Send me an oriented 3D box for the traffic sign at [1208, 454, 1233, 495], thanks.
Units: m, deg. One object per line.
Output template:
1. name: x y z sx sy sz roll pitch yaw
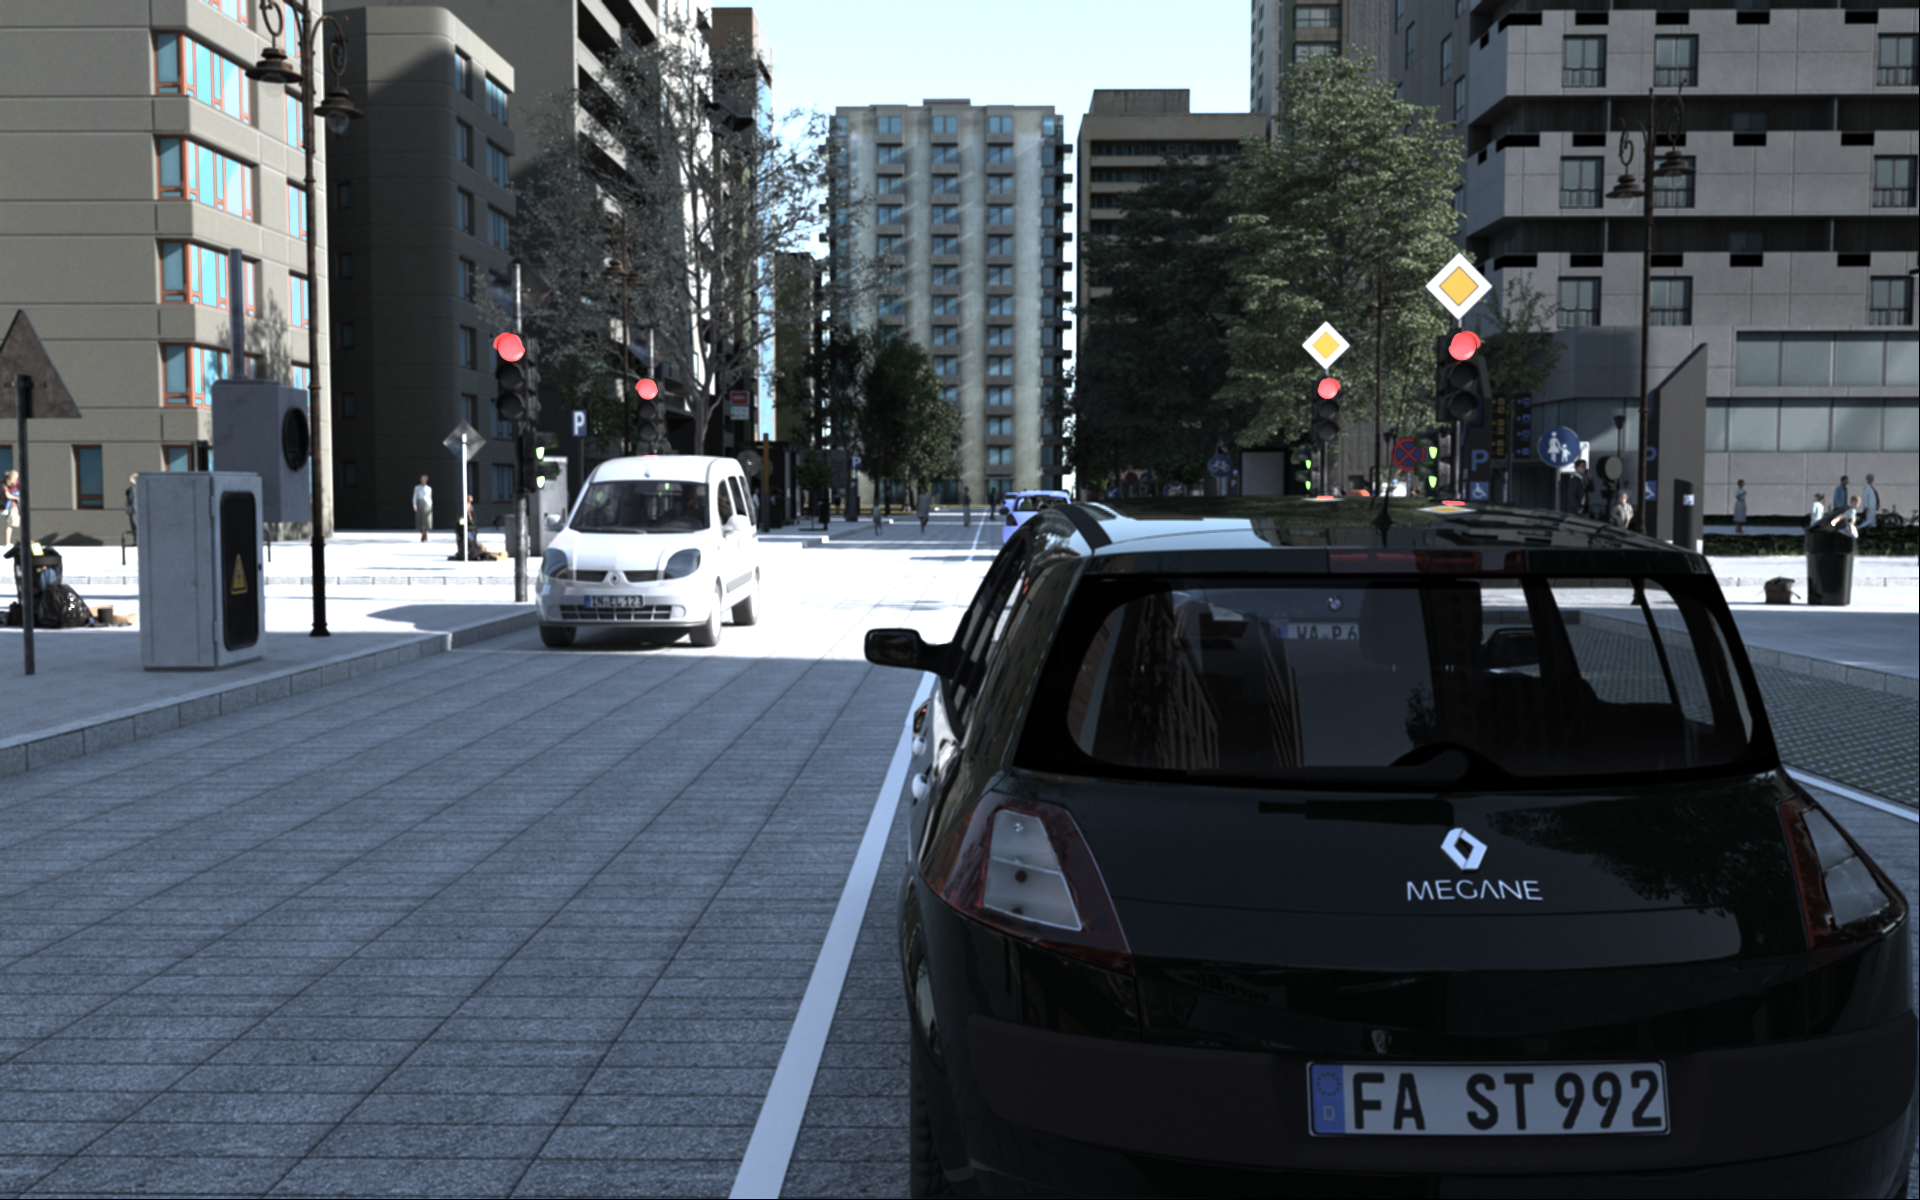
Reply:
1. traffic sign: 8.240 -3.351 54.888 0.768 2.556 0.104 0 4 3

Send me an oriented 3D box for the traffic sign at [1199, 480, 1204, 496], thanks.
1. traffic sign: 11.698 -5.151 84.323 0.768 2.556 0.104 0 4 3

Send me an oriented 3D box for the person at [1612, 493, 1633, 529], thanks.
1. person: 15.066 -1.775 39.344 0.475 1.303 0.640 -1 4 -17

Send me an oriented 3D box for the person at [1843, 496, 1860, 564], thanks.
1. person: 16.277 -1.279 31.642 0.332 1.250 0.352 -2 4 -33

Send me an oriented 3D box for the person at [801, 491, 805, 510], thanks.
1. person: -9.727 -6.089 106.519 0.530 1.710 0.541 3 5 45

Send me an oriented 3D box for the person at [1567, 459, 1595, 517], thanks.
1. person: 11.124 -1.566 31.009 0.474 1.900 0.648 1 4 20

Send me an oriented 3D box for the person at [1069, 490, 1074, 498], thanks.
1. person: 11.382 -10.404 176.886 0.721 1.736 1.217 1 4 18

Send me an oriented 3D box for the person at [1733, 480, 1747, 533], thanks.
1. person: 25.577 -3.058 56.614 0.480 1.755 0.524 -2 4 -32

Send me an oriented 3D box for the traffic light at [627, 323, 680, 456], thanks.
1. traffic light: -5.044 -2.416 28.427 0.839 4.253 0.868 0 4 1

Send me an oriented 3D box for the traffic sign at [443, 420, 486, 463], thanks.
1. traffic sign: -8.769 -1.891 30.649 0.795 2.593 0.064 1 4 8

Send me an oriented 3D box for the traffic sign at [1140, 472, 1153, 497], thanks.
1. traffic sign: 10.884 -6.170 100.980 0.768 2.556 0.104 0 4 5

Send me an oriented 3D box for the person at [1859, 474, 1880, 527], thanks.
1. person: 25.347 -2.598 48.393 0.818 1.842 0.514 1 4 20

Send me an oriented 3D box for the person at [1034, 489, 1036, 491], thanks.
1. person: 6.363 -8.411 146.045 1.348 1.821 0.705 -1 4 -20

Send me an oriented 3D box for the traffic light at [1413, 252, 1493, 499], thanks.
1. traffic light: 5.770 -1.917 20.260 0.839 4.253 0.868 0 4 1

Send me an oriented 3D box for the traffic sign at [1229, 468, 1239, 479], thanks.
1. traffic sign: 13.479 -5.160 84.466 0.768 2.556 0.104 0 4 6

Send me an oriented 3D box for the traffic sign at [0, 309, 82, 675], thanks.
1. traffic sign: -6.611 -0.748 12.234 0.884 2.594 0.081 1 4 9

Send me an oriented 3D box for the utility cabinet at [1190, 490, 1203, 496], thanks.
1. utility cabinet: 14.059 -5.787 103.290 0.318 1.500 1.173 3 5 39

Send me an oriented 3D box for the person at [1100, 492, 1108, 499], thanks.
1. person: 13.709 -9.542 162.065 1.348 1.822 0.705 -1 4 -15

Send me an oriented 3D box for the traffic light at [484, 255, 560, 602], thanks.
1. traffic light: -5.190 -1.928 20.443 0.839 4.253 0.868 0 4 1

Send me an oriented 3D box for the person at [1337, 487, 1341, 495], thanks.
1. person: 24.514 -6.540 113.053 0.705 1.814 1.350 -2 4 -26

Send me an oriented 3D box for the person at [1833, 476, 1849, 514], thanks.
1. person: 24.366 -2.543 47.957 0.601 1.785 0.444 -2 4 -30

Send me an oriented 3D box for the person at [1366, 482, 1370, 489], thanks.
1. person: 16.761 -3.995 71.635 0.850 1.792 0.678 0 4 -7

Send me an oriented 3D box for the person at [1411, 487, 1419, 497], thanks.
1. person: 30.726 -6.767 117.408 1.217 1.735 0.721 -1 4 -21

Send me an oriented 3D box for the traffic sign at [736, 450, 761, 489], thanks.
1. traffic sign: -6.120 -3.052 50.012 0.768 2.556 0.104 1 4 9

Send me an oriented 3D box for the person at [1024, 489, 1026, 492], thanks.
1. person: 4.981 -7.624 133.148 1.348 1.824 0.705 2 4 30

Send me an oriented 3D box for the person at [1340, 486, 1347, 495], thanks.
1. person: 26.597 -6.985 120.267 0.705 1.821 1.348 -2 4 -34

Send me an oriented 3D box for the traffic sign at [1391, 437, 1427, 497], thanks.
1. traffic sign: 9.945 -2.346 38.455 0.768 2.556 0.104 0 4 8

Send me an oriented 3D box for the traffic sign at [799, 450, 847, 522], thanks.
1. traffic sign: -6.295 -5.216 79.159 2.265 3.308 0.079 0 4 4

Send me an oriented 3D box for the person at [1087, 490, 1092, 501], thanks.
1. person: 13.610 -10.645 180.616 0.617 1.759 0.750 0 4 7

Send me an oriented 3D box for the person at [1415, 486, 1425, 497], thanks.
1. person: 31.456 -6.893 118.884 1.348 1.807 0.705 1 4 12

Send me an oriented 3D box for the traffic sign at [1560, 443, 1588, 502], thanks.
1. traffic sign: 12.090 -1.966 34.269 0.606 2.300 0.079 0 4 5

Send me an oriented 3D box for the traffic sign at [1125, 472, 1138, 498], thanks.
1. traffic sign: 9.900 -6.118 100.131 0.768 2.556 0.104 0 4 7

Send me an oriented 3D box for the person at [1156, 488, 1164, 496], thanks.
1. person: 15.082 -7.607 131.139 1.217 1.735 0.721 3 5 43

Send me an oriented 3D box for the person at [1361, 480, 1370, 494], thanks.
1. person: 14.797 -3.482 63.255 0.850 1.792 0.678 -1 4 -23

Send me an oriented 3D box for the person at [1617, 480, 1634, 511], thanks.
1. person: 22.041 -3.087 57.264 0.466 1.731 0.760 -1 4 -19

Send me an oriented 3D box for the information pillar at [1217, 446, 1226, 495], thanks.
1. information pillar: 12.827 -5.721 84.895 0.504 3.616 0.183 -2 4 -26

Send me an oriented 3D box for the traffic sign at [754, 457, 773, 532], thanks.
1. traffic sign: -6.752 -3.604 59.031 0.768 2.556 0.104 0 4 7

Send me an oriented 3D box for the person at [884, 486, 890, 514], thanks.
1. person: -4.662 -6.450 111.588 0.705 1.814 1.350 0 4 6

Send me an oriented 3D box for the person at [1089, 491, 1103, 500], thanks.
1. person: 10.232 -7.615 131.267 1.217 1.743 0.721 1 4 19

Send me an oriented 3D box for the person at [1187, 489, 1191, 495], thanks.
1. person: 22.905 -10.165 172.239 1.348 1.824 0.705 -3 4 -37

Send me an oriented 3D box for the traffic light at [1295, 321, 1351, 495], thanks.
1. traffic light: 5.915 -2.405 28.243 0.839 4.253 0.868 0 4 1

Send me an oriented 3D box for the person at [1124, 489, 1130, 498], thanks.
1. person: 16.961 -10.353 175.769 0.683 1.767 0.568 -1 4 -13

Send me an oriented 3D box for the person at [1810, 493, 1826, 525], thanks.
1. person: 19.757 -1.817 40.036 0.394 1.301 0.425 3 5 41

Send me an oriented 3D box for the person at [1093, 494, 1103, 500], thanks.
1. person: 13.923 -10.395 176.004 0.705 1.823 1.348 -3 5 -42

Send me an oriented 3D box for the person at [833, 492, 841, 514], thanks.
1. person: -7.834 -6.173 110.208 0.421 1.427 0.697 -2 4 -25

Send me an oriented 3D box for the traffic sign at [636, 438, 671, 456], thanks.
1. traffic sign: -6.526 -2.250 36.896 0.768 2.556 0.104 0 4 6

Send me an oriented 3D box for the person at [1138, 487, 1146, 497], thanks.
1. person: 14.297 -7.909 135.360 0.705 1.824 1.348 -3 4 -38

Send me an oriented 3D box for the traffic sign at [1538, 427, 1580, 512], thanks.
1. traffic sign: 11.316 -2.000 32.798 0.768 2.556 0.104 1 4 9
